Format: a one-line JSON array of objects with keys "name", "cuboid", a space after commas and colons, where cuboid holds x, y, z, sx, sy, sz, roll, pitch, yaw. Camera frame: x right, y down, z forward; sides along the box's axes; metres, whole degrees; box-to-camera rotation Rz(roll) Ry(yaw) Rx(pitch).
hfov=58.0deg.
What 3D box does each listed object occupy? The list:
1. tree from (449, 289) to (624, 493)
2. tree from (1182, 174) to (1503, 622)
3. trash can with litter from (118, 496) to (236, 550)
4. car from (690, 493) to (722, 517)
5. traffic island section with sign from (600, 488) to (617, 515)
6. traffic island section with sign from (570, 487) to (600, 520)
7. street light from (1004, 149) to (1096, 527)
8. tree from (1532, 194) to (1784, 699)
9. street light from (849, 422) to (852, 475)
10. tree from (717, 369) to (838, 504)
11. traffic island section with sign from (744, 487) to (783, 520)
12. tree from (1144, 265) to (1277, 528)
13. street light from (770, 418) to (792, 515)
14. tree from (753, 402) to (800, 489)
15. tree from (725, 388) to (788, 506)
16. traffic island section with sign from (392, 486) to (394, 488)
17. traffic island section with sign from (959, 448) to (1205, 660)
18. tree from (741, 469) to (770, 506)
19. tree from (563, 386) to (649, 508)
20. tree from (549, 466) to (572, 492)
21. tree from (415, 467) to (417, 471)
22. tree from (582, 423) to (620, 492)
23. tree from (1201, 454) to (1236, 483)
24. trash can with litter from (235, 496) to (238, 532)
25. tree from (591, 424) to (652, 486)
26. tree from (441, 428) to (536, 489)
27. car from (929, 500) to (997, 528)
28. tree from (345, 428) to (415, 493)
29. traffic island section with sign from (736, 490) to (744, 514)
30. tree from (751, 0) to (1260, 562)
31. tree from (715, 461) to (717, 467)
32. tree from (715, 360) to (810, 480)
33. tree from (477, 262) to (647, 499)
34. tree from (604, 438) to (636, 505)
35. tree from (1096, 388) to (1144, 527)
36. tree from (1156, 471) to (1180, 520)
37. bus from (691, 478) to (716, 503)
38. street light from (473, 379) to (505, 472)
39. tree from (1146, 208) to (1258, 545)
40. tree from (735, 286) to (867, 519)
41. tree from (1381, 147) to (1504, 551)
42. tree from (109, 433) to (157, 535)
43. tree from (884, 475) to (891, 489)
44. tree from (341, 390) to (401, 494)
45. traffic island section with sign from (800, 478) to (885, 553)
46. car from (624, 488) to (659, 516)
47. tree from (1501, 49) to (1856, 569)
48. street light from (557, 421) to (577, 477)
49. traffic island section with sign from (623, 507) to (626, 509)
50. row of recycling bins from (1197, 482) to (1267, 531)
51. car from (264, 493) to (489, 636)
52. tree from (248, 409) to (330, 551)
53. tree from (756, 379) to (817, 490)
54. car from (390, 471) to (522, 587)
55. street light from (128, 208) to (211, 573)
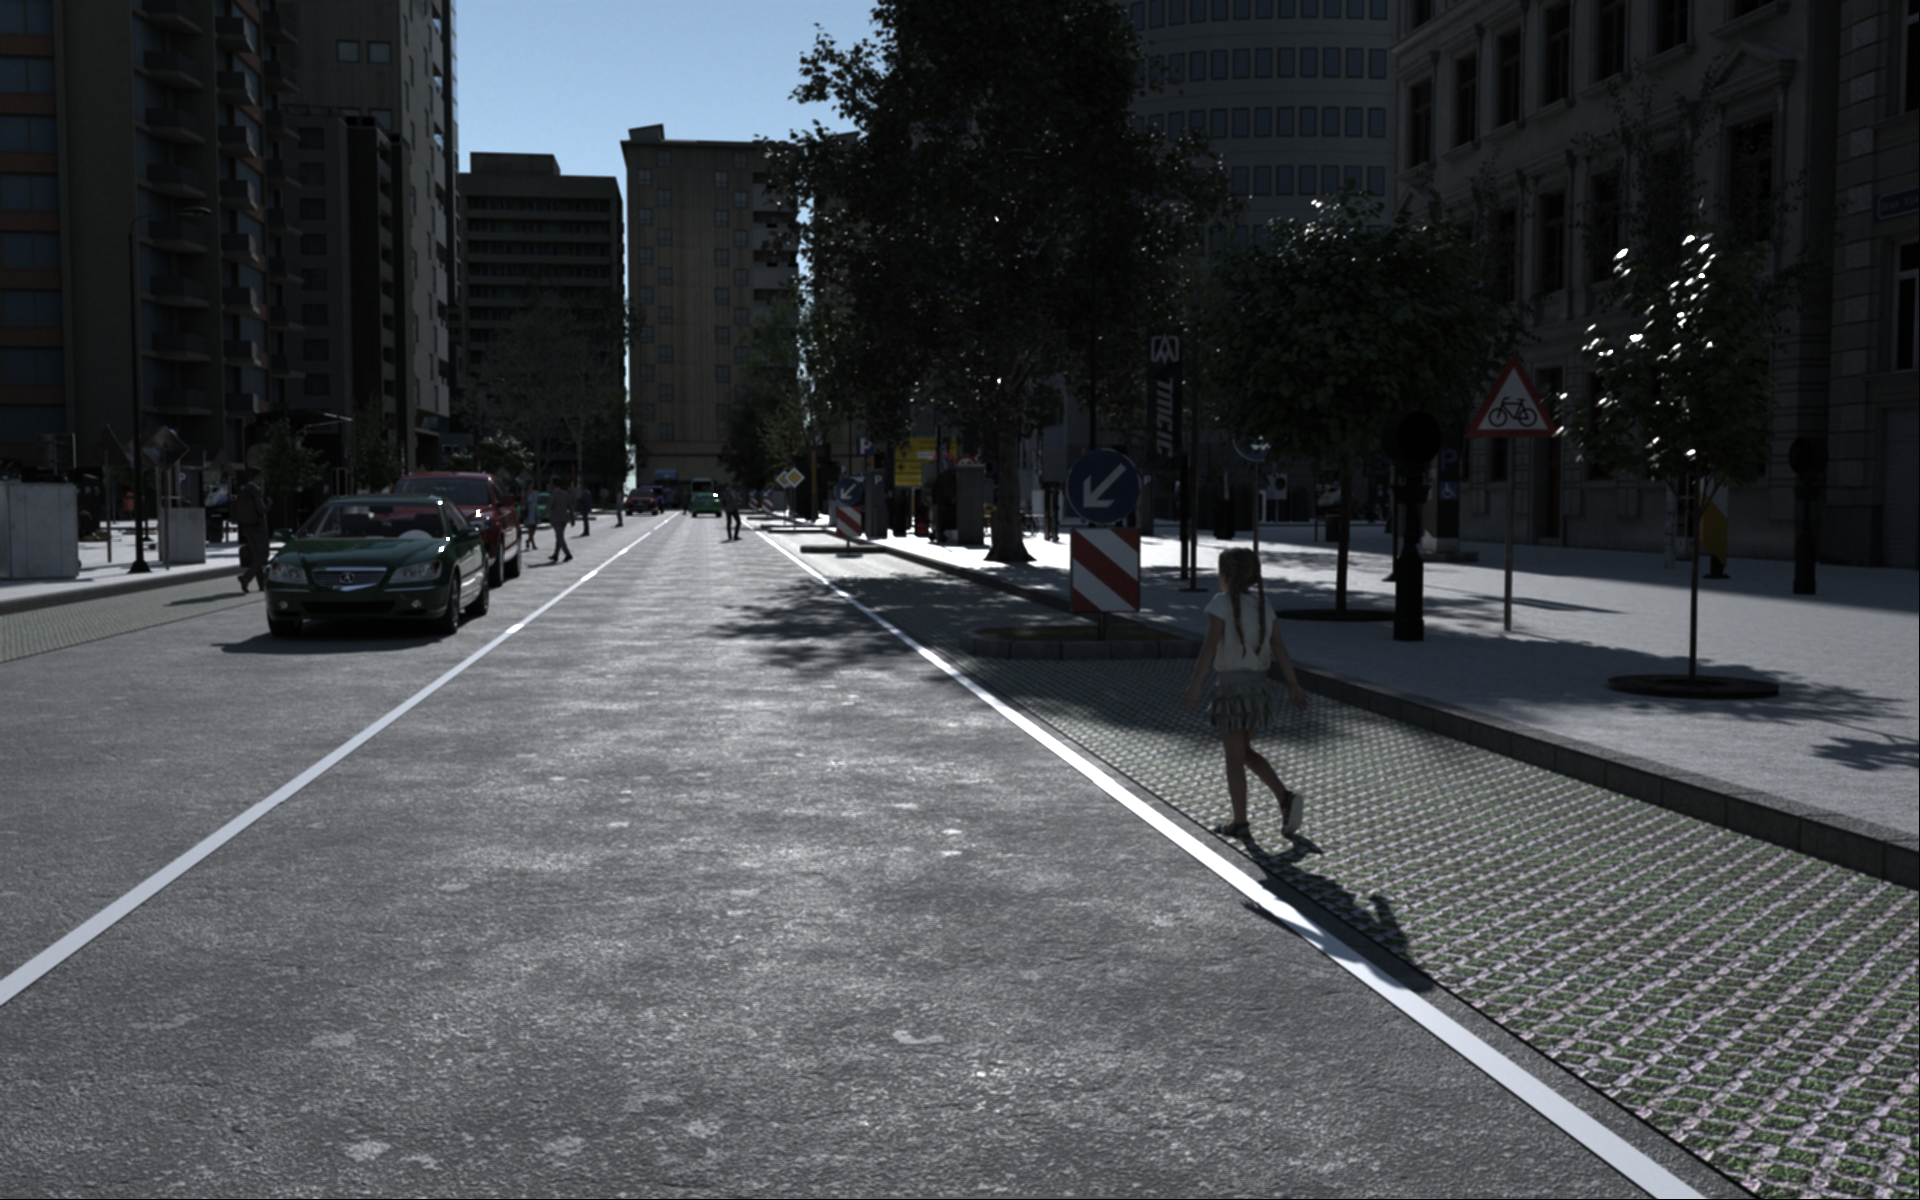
[{"name": "tree", "cuboid": [-25.026, -11.791, 103.154, 12.009, 13.543, 11.850, 0, 3, 0]}, {"name": "tree", "cuboid": [3.917, -2.094, 17.951, 4.285, 4.588, 4.351, 0, 3, 0]}, {"name": "trash can with litter", "cuboid": [-18.482, -1.801, 40.508, 1.678, 1.210, 2.233, 1, 4, 16]}, {"name": "car", "cuboid": [-15.858, -6.088, 108.327, 1.959, 1.807, 4.718, -1, 4, -10]}, {"name": "traffic island section with sign", "cuboid": [-24.899, -6.901, 121.451, 1.989, 1.847, 2.006, -1, 4, -8]}, {"name": "traffic island section with sign", "cuboid": [-20.954, -5.270, 94.785, 1.989, 1.847, 2.006, -1, 4, -8]}, {"name": "street light", "cuboid": [1.284, -3.122, 23.589, 1.470, 5.913, 1.316, -1, 4, -8]}, {"name": "tree", "cuboid": [4.889, -1.022, 11.314, 1.663, 3.219, 1.824, 0, 3, 0]}, {"name": "street light", "cuboid": [-4.558, -5.561, 63.471, 1.470, 5.913, 1.316, -1, 4, -8]}, {"name": "tree", "cuboid": [-13.166, -11.956, 129.891, 8.767, 10.594, 7.601, -1, 4, -15]}, {"name": "traffic island section with sign", "cuboid": [-10.867, -5.371, 96.439, 1.989, 1.847, 2.006, -1, 4, -8]}, {"name": "tree", "cuboid": [8.730, -6.440, 55.650, 4.360, 8.622, 3.978, 0, 3, 0]}, {"name": "street light", "cuboid": [-10.913, -8.175, 106.207, 1.470, 5.913, 1.316, -1, 4, -8]}, {"name": "tree", "cuboid": [-14.798, -11.464, 137.803, 4.737, 8.622, 4.395, 0, 3, 0]}, {"name": "tree", "cuboid": [-21.208, -16.249, 183.794, 7.486, 12.596, 7.792, 0, 3, 0]}, {"name": "traffic island section with sign", "cuboid": [-12.923, -1.942, 40.380, 1.989, 1.847, 2.006, -1, 4, -8]}, {"name": "traffic island section with sign", "cuboid": [1.034, -0.439, 15.803, 1.989, 1.847, 2.006, -1, 4, -8]}, {"name": "tree", "cuboid": [-22.441, -12.686, 191.134, 4.285, 4.588, 4.351, 0, 3, 0]}, {"name": "tree", "cuboid": [-33.177, -14.476, 162.442, 9.928, 11.665, 9.643, 0, 3, 0]}, {"name": "tree", "cuboid": [-27.416, -7.613, 119.068, 1.663, 3.219, 1.824, 0, 3, 0]}, {"name": "tree", "cuboid": [-37.381, -7.592, 118.722, 1.663, 3.219, 1.824, 0, 3, 0]}, {"name": "tree", "cuboid": [-36.812, -13.924, 178.014, 4.737, 8.622, 4.395, 0, 3, 0]}, {"name": "tree", "cuboid": [12.130, -5.355, 82.159, 1.663, 3.219, 1.824, 0, 3, 0]}, {"name": "trash can with litter", "cuboid": [-24.092, -2.883, 58.190, 2.233, 1.210, 1.678, 1, 4, 11]}, {"name": "tree", "cuboid": [-43.150, -17.493, 220.414, 8.767, 10.594, 7.601, 0, 4, -1]}, {"name": "tree", "cuboid": [-22.975, -6.279, 86.377, 4.285, 4.588, 4.351, 0, 3, 0]}, {"name": "car", "cuboid": [0.366, -3.613, 69.289, 3.980, 1.641, 2.015, 0, 4, -7]}, {"name": "tree", "cuboid": [-17.333, -3.459, 51.152, 1.663, 3.219, 1.824, 0, 3, 0]}, {"name": "traffic island section with sign", "cuboid": [-14.906, -7.041, 123.756, 1.989, 1.847, 2.006, -1, 4, -8]}, {"name": "tree", "cuboid": [0.868, -7.093, 32.984, 9.611, 12.733, 9.660, 0, 3, 0]}, {"name": "tree", "cuboid": [-27.475, -17.593, 222.057, 8.767, 10.594, 7.601, 0, 4, 7]}, {"name": "tree", "cuboid": [-17.200, -14.937, 154.596, 12.009, 13.543, 11.850, 0, 3, 0]}, {"name": "tree", "cuboid": [-32.842, -17.581, 143.346, 12.611, 20.169, 13.585, 0, 3, 0]}, {"name": "tree", "cuboid": [-41.557, -15.888, 210.128, 4.360, 8.622, 3.978, 0, 3, 0]}, {"name": "tree", "cuboid": [5.972, -6.797, 61.497, 4.360, 8.622, 3.978, 0, 3, 0]}, {"name": "tree", "cuboid": [10.461, -5.634, 86.715, 1.663, 3.219, 1.824, 0, 3, 0]}, {"name": "bus", "cuboid": [-30.913, -13.057, 208.336, 2.948, 3.499, 13.247, 0, 4, -8]}, {"name": "street light", "cuboid": [-19.045, -5.958, 69.952, 1.470, 5.913, 1.316, -1, 4, -8]}, {"name": "tree", "cuboid": [6.172, -5.716, 43.826, 4.737, 8.622, 4.395, 0, 3, 0]}, {"name": "tree", "cuboid": [-7.540, -9.916, 87.876, 9.928, 11.665, 9.643, 0, 3, 0]}, {"name": "tree", "cuboid": [10.848, -5.342, 37.698, 4.360, 8.622, 3.978, 0, 3, 0]}, {"name": "tree", "cuboid": [-26.057, -3.707, 55.209, 1.663, 3.219, 1.824, 0, 3, 0]}, {"name": "tree", "cuboid": [-5.801, -8.189, 128.492, 1.663, 3.219, 1.824, 0, 3, 0]}, {"name": "tree", "cuboid": [-42.130, -10.586, 123.440, 4.737, 8.622, 4.395, 0, 3, 0]}, {"name": "traffic island section with sign", "cuboid": [-2.904, -2.070, 42.470, 1.989, 1.847, 2.006, -1, 4, -8]}, {"name": "car", "cuboid": [-21.485, -6.628, 117.042, 2.281, 1.827, 5.304, 0, 4, -8]}, {"name": "tree", "cuboid": [12.272, -4.821, 29.178, 4.360, 8.622, 3.978, 0, 3, 0]}, {"name": "street light", "cuboid": [-25.016, -8.419, 110.197, 1.470, 5.913, 1.316, -1, 4, -8]}, {"name": "traffic island section with sign", "cuboid": [-32.237, -9.938, 171.114, 1.989, 1.847, 2.006, -1, 4, -8]}, {"name": "row of recycling bins", "cuboid": [9.423, -3.317, 61.347, 1.069, 1.692, 3.534, -1, 4, -19]}, {"name": "car", "cuboid": [-6.304, -0.446, 19.084, 2.131, 1.459, 4.920, -1, 4, -9]}, {"name": "tree", "cuboid": [-15.380, -2.746, 39.492, 1.663, 3.219, 1.824, 0, 3, 0]}, {"name": "tree", "cuboid": [-10.816, -9.822, 110.950, 4.360, 8.622, 3.978, 0, 3, 0]}, {"name": "car", "cuboid": [-8.370, -1.202, 28.325, 2.281, 1.827, 5.304, -1, 4, -9]}, {"name": "street light", "cuboid": [-12.852, -3.403, 28.177, 1.470, 5.913, 1.316, -1, 4, -8]}]
